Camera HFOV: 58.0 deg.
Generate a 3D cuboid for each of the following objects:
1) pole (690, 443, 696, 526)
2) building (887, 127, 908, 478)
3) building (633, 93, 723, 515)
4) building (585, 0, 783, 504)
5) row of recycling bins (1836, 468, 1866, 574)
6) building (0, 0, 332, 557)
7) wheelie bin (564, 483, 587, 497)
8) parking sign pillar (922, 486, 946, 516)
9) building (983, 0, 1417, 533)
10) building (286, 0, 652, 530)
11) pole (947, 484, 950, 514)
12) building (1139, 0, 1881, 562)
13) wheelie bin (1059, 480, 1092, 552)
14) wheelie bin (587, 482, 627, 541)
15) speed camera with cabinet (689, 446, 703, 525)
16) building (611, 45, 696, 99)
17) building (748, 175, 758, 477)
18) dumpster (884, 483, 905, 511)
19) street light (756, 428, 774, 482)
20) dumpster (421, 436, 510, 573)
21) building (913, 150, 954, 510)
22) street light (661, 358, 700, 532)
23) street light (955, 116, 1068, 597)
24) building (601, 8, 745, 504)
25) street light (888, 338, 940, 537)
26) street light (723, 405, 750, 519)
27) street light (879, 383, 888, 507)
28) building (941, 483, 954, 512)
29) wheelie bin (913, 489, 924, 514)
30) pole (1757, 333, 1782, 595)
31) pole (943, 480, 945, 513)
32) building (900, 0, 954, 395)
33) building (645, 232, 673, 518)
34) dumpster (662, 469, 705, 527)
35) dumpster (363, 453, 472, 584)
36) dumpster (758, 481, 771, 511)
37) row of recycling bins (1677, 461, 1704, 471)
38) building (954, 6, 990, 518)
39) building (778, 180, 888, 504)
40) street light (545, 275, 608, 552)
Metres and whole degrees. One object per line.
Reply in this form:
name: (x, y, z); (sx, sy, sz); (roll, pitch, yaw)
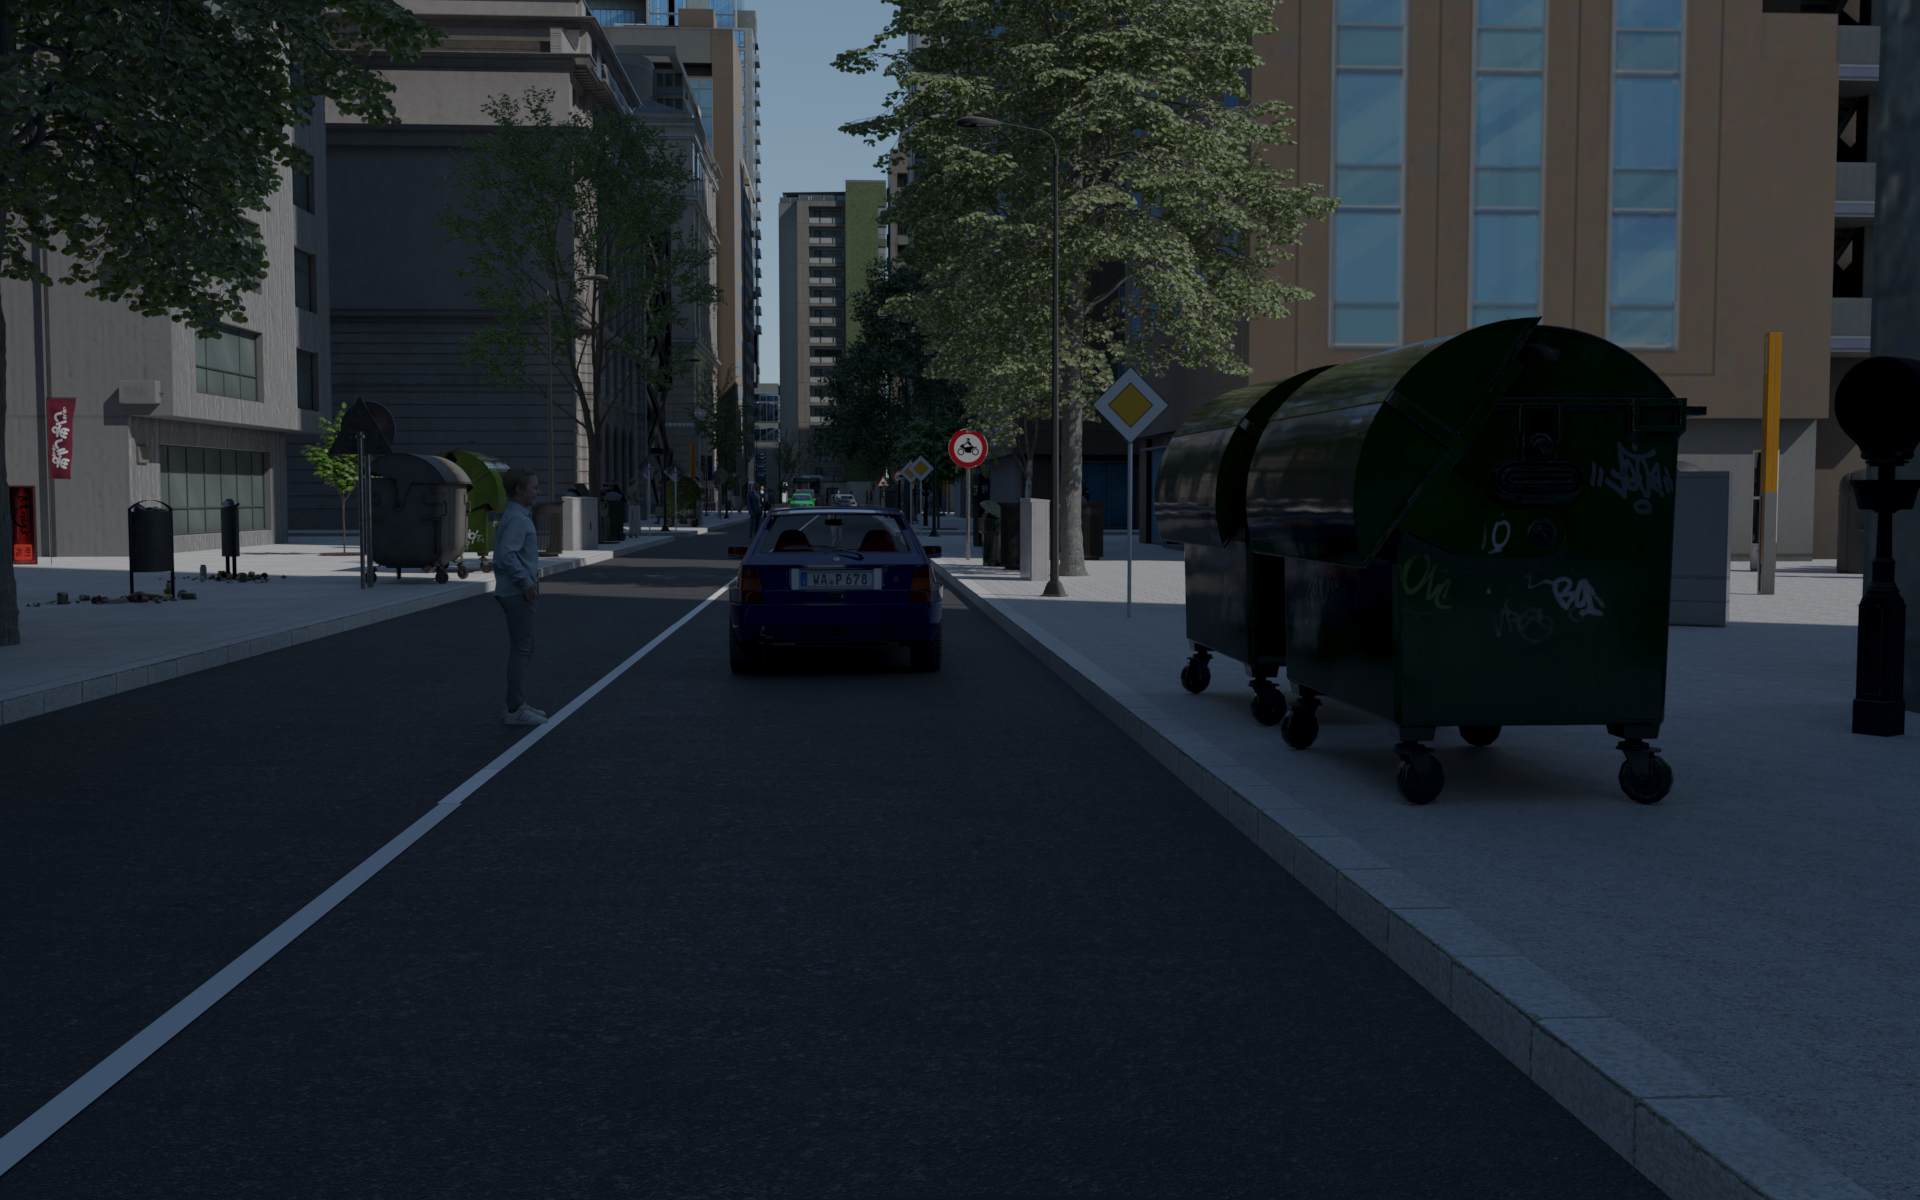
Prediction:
pole: (-10.613, -4.586, 68.827); (0.158, 3.312, 0.155); (0, 3, 0)
building: (0.944, -37.214, 232.145); (21.600, 48.544, 21.300); (0, 4, -4)
building: (-23.341, -20.245, 116.906); (13.634, 28.700, 20.117); (0, 4, -4)
building: (-39.455, -56.048, 229.055); (31.000, 86.520, 22.319); (0, 4, -4)
row of recycling bins: (15.721, -1.325, 28.776); (3.534, 1.692, 1.069); (-3, 4, -39)
building: (-23.331, -16.463, 40.869); (14.107, 30.474, 14.160); (0, 4, -4)
wheelie bin: (-10.688, -2.490, 48.621); (0.693, 1.594, 0.980); (1, 4, 12)
parking sign pillar: (-1.530, -6.873, 100.847); (1.447, 3.967, 1.447); (1, 4, 22)
building: (8.449, -25.536, 67.632); (14.200, 45.320, 14.600); (0, 4, -4)
building: (-20.456, -14.128, 72.798); (13.314, 21.916, 24.055); (0, 4, -4)
pole: (-0.750, -7.362, 114.217); (0.158, 3.312, 0.155); (0, 3, 0)
building: (11.695, -23.724, 37.995); (14.600, 45.320, 14.200); (0, 4, -4)
wheelie bin: (2.470, -1.845, 38.072); (0.980, 1.594, 0.693); (3, 4, 37)
wheelie bin: (-9.534, -2.408, 47.273); (0.980, 1.594, 0.693); (3, 5, 43)
speed camera with cabinet: (-10.917, -4.720, 71.509); (0.660, 3.252, 2.038); (0, 4, -7)
building: (-34.873, -27.686, 144.544); (32.217, 40.220, 23.993); (0, 4, -4)
building: (-34.486, -30.427, 189.363); (23.993, 40.220, 32.217); (0, 4, -4)
dumpster: (-3.463, -5.345, 93.145); (1.264, 1.857, 1.865); (0, 4, -4)
street light: (-13.720, -9.114, 121.547); (1.470, 5.913, 1.316); (0, 4, -4)
dumpster: (-8.235, -1.607, 28.761); (1.502, 2.255, 1.985); (0, 4, -4)
building: (2.904, -23.054, 148.632); (14.160, 30.474, 14.107); (0, 4, -4)
street light: (-9.586, -5.309, 59.346); (1.470, 5.913, 1.316); (0, 4, -4)
street light: (0.643, -2.996, 21.521); (1.470, 5.913, 1.316); (0, 4, -4)
building: (-27.879, -31.457, 164.425); (14.600, 45.320, 14.200); (0, 4, -4)
street light: (-1.317, -4.849, 51.827); (1.470, 5.913, 1.316); (0, 4, -4)
street light: (-11.644, -7.199, 90.244); (1.470, 5.913, 1.316); (0, 4, -4)
street light: (-2.657, -6.118, 72.571); (1.470, 5.913, 1.316); (0, 4, -4)
building: (9.004, -41.952, 124.175); (20.563, 71.187, 20.611); (0, 4, -4)
wheelie bin: (-2.737, -6.280, 110.590); (0.980, 1.594, 0.693); (0, 4, 0)
pole: (10.281, -1.722, 22.000); (0.158, 3.312, 0.155); (0, 3, 0)
pole: (-1.062, -7.312, 113.388); (0.158, 3.312, 0.155); (0, 3, 0)
building: (8.741, -35.511, 169.843); (28.713, 52.752, 27.495); (0, 4, -4)
building: (-24.130, -13.801, 93.092); (16.820, 18.784, 16.811); (0, 4, -4)
dumpster: (-10.740, -3.962, 67.272); (1.502, 2.255, 1.985); (0, 4, -4)
dumpster: (-7.943, -1.195, 25.291); (1.264, 1.857, 1.865); (0, 4, -4)
dumpster: (-14.980, -7.811, 130.200); (1.502, 2.255, 1.985); (0, 4, -4)
row of recycling bins: (8.853, -0.971, 22.994); (1.069, 1.692, 3.534); (0, 4, -5)
building: (6.560, -25.442, 99.573); (14.154, 41.232, 14.086); (0, 4, -4)
building: (-16.673, -33.270, 227.555); (14.086, 41.232, 14.154); (0, 4, -4)
street light: (-8.159, -3.931, 36.814); (1.470, 5.913, 1.316); (0, 4, -4)
